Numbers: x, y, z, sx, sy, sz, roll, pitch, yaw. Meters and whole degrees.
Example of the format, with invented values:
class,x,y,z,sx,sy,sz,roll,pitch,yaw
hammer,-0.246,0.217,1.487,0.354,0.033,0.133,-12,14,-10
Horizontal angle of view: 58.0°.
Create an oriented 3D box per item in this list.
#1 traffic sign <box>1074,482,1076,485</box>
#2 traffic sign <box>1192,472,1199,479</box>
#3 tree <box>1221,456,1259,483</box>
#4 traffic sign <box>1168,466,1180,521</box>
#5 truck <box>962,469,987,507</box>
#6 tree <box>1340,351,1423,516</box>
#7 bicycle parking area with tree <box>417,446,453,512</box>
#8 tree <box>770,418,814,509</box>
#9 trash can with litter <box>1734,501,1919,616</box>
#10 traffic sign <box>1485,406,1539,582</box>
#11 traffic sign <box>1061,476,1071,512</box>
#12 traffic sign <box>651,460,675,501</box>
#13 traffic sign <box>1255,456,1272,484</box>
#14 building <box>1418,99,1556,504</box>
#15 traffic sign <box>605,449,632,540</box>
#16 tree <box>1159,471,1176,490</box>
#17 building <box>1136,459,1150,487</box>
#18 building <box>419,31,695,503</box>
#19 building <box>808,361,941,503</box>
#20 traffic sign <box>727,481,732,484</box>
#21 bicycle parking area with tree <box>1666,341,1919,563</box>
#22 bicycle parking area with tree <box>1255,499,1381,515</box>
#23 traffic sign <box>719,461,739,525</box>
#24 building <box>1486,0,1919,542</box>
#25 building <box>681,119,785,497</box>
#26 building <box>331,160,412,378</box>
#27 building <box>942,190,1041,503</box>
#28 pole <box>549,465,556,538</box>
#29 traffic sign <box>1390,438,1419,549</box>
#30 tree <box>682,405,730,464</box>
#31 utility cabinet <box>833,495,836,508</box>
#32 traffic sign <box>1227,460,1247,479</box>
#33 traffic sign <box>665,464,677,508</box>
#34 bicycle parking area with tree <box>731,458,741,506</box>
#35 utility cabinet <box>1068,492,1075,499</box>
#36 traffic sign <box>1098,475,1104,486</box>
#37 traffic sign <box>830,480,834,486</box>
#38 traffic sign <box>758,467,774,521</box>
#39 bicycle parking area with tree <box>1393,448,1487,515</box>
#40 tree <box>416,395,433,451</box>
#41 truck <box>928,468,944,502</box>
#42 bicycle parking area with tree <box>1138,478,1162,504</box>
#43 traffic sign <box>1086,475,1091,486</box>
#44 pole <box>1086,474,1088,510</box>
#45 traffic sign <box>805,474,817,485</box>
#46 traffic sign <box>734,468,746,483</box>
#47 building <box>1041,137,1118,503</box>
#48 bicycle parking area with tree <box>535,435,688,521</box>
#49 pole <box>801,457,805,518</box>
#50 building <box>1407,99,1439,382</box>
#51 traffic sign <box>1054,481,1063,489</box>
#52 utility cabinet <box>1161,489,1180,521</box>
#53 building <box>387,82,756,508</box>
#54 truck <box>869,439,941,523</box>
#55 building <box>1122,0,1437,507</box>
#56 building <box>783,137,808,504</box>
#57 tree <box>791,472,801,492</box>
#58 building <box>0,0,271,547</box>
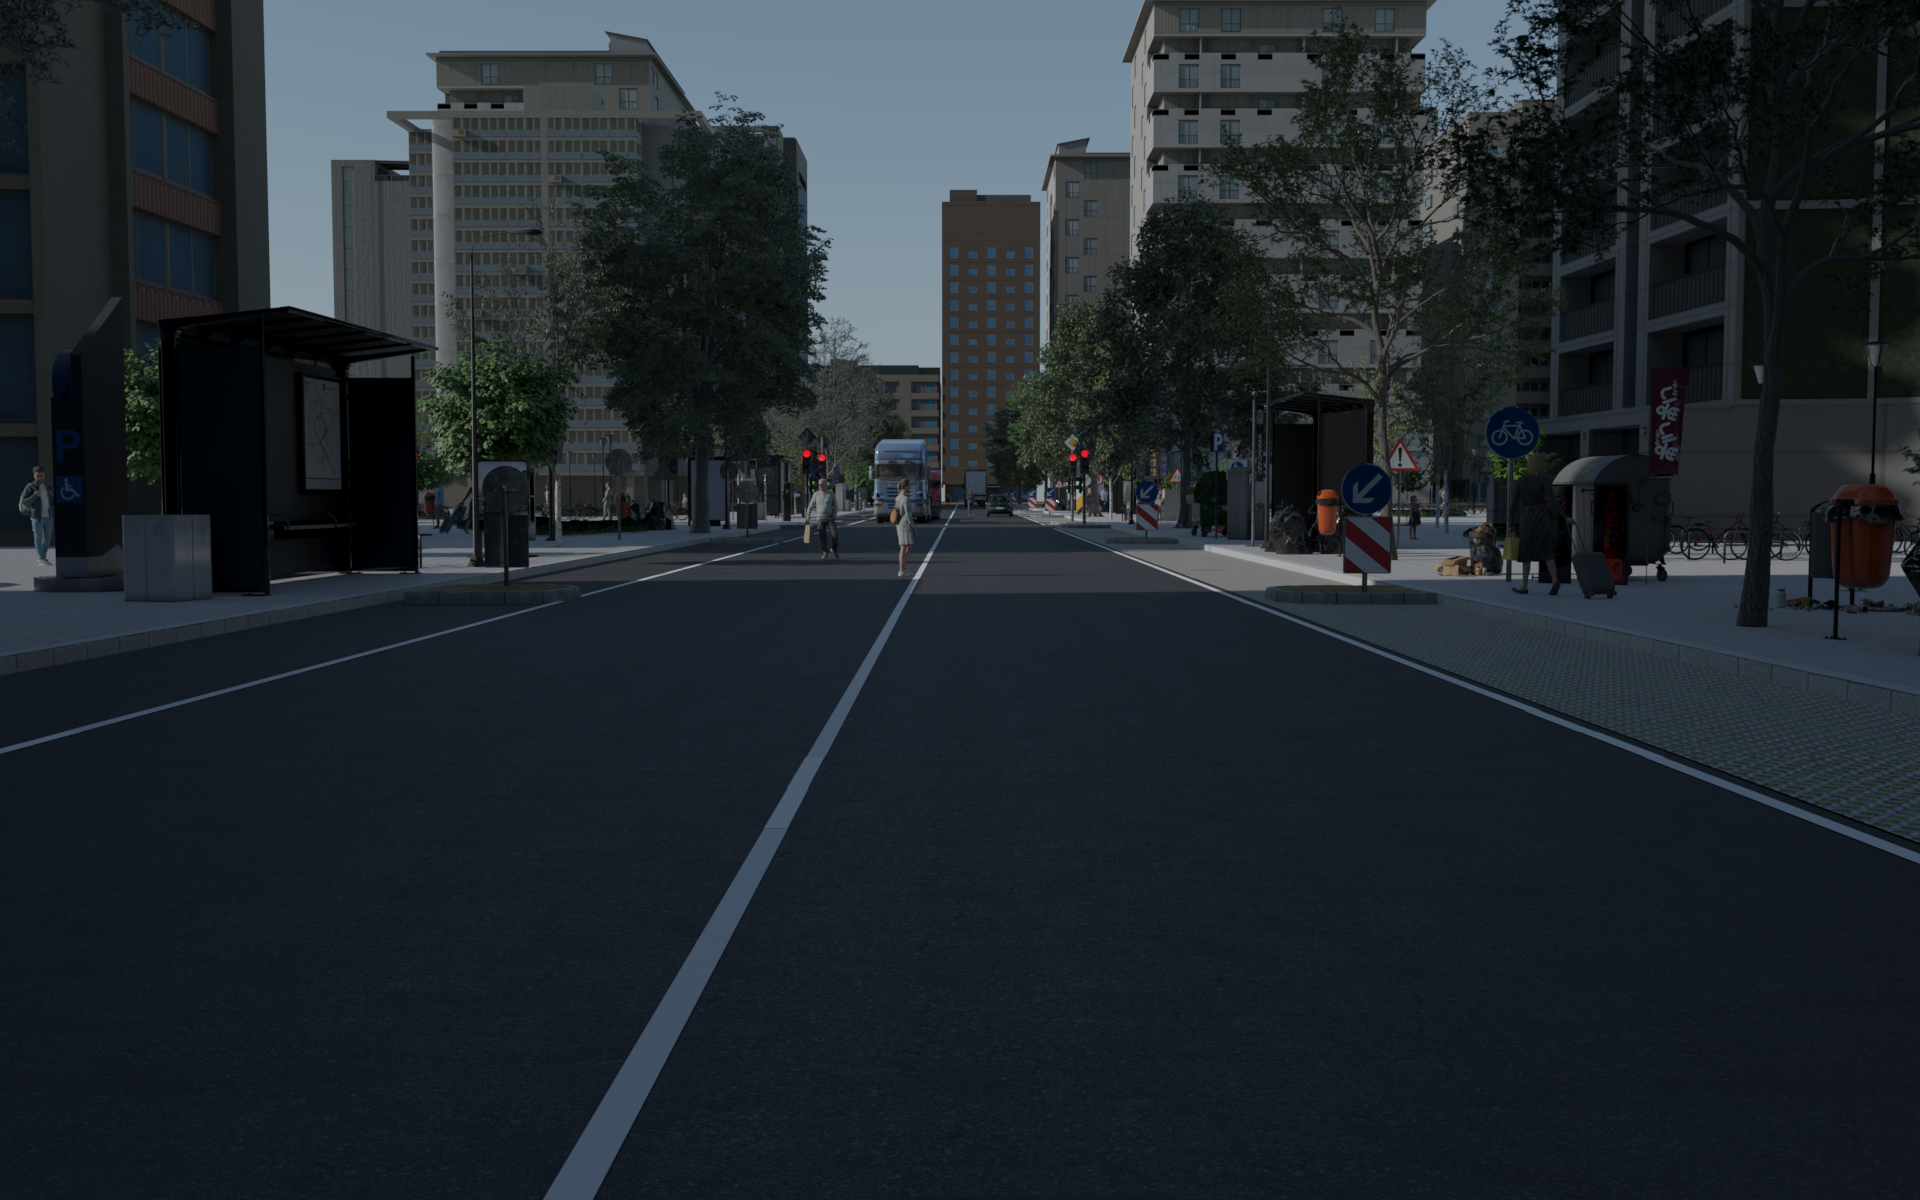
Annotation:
class,x,y,z,sx,sy,sz,roll,pitch,yaw
traffic sign,8.557,-7.612,124.453,0.884,2.594,0.081,0,4,1
traffic sign,9.777,-4.476,73.292,0.768,2.556,0.104,0,4,3
tree,20.510,-8.848,128.382,4.285,4.588,4.351,0,3,0
traffic sign,10.157,-4.957,81.055,0.884,2.594,0.081,1,4,10
truck,1.716,-13.016,201.723,2.839,4.237,11.283,0,4,-1
tree,21.456,-8.473,88.899,4.737,8.622,4.395,0,3,0
bicycle parking area with tree,-29.771,-7.148,103.879,8.231,4.147,9.016,0,4,-1
tree,-14.529,-12.293,151.347,4.737,8.622,4.395,0,3,0
trash can with litter,9.820,-0.480,18.900,1.678,1.210,2.233,-2,4,-30
traffic sign,8.015,-1.536,25.221,0.768,2.556,0.104,0,4,5
traffic sign,7.866,-7.757,126.835,0.884,2.594,0.081,1,4,9
traffic sign,-11.048,-3.941,64.438,0.884,2.594,0.081,0,4,2
traffic sign,10.108,-3.489,57.155,0.768,2.556,0.104,0,4,8
building,68.893,-35.859,209.995,21.600,48.544,21.300,0,3,0
traffic sign,-9.602,-2.975,48.755,0.768,2.556,0.104,0,4,1
tree,16.539,-8.759,137.817,1.663,3.219,1.824,0,3,0
building,34.721,-31.626,208.972,32.217,40.220,23.993,0,3,0
building,-47.311,-37.765,206.689,27.495,52.752,28.713,0,3,0
building,-17.465,-25.681,264.916,28.899,21.520,27.650,0,3,0
traffic sign,-12.044,-5.441,89.073,0.768,2.556,0.104,0,4,1
bicycle parking area with tree,17.488,-2.947,35.182,9.016,4.147,8.231,1,4,16
bicycle parking area with tree,23.560,-8.162,120.453,9.016,4.147,8.231,0,4,-5
traffic sign,-8.913,-4.078,66.774,0.768,2.556,0.104,1,4,9
building,29.163,-37.417,50.024,20.563,71.187,20.611,0,3,0
building,-26.681,-30.783,186.892,14.154,41.232,14.086,0,3,0
building,-68.086,-32.461,214.338,14.086,41.232,14.154,0,3,0
building,4.502,-37.142,257.375,14.200,45.320,14.600,0,3,0
pole,-11.617,-3.394,49.334,0.158,3.312,0.155,0,3,0
traffic sign,10.184,-2.455,40.141,0.884,2.594,0.081,0,4,7
tree,-18.915,-10.979,129.874,4.737,8.622,4.395,0,3,0
utility cabinet,-10.618,-8.009,142.103,0.306,1.237,1.020,-3,5,-45
traffic sign,8.073,-2.961,50.535,0.606,2.300,0.079,0,4,3
traffic sign,-11.136,-4.027,65.946,0.768,2.556,0.104,0,4,5
bicycle parking area with tree,-19.966,-9.161,136.791,8.231,4.147,9.016,2,4,24
utility cabinet,9.569,-8.561,148.648,0.318,1.500,1.173,-1,4,-12
traffic sign,8.463,-6.503,106.428,0.768,2.556,0.104,0,4,7
traffic sign,-10.621,-8.636,141.310,0.768,2.556,0.104,0,4,8
traffic sign,-9.145,-4.979,81.516,0.768,2.556,0.104,0,4,1
bicycle parking area with tree,33.662,-7.491,109.473,8.231,4.147,9.016,-3,4,-38
tree,-38.687,-10.496,121.973,4.737,8.622,4.395,0,3,0
truck,-3.274,-12.065,186.184,2.839,4.237,11.283,0,4,-2
bicycle parking area with tree,16.684,-9.795,147.142,9.016,4.147,8.231,1,4,14
traffic sign,8.170,-6.910,113.080,0.768,2.556,0.104,0,4,5
pole,10.048,-8.756,137.001,0.158,3.312,0.155,0,3,0
traffic sign,-9.306,-6.564,107.323,0.884,2.594,0.081,0,4,1
traffic sign,-11.335,-5.429,88.502,0.795,2.593,0.064,1,4,9
building,26.709,-41.269,263.992,27.495,52.752,28.713,0,3,0
bicycle parking area with tree,-17.753,-6.074,86.310,9.016,4.147,8.231,0,4,-2
pole,-8.520,-6.133,94.124,0.158,3.312,0.155,0,3,0
building,54.554,-43.926,260.185,28.212,58.520,21.231,0,3,0
traffic sign,8.451,-9.033,147.693,0.884,2.594,0.081,0,4,7
utility cabinet,10.100,-4.481,81.938,1.173,1.500,0.318,-2,4,-24
building,-35.537,-29.114,167.888,32.217,40.220,23.993,0,3,0
truck,-2.602,-6.201,91.139,2.967,4.110,18.799,0,4,2
building,32.502,-36.271,182.270,28.713,52.752,27.495,0,3,0
building,-26.450,-34.459,213.514,14.200,45.320,14.600,0,3,0
tree,-12.791,-8.206,128.768,1.663,3.219,1.824,0,3,0
building,-34.130,-24.051,47.860,28.867,44.769,22.147,0,3,0
